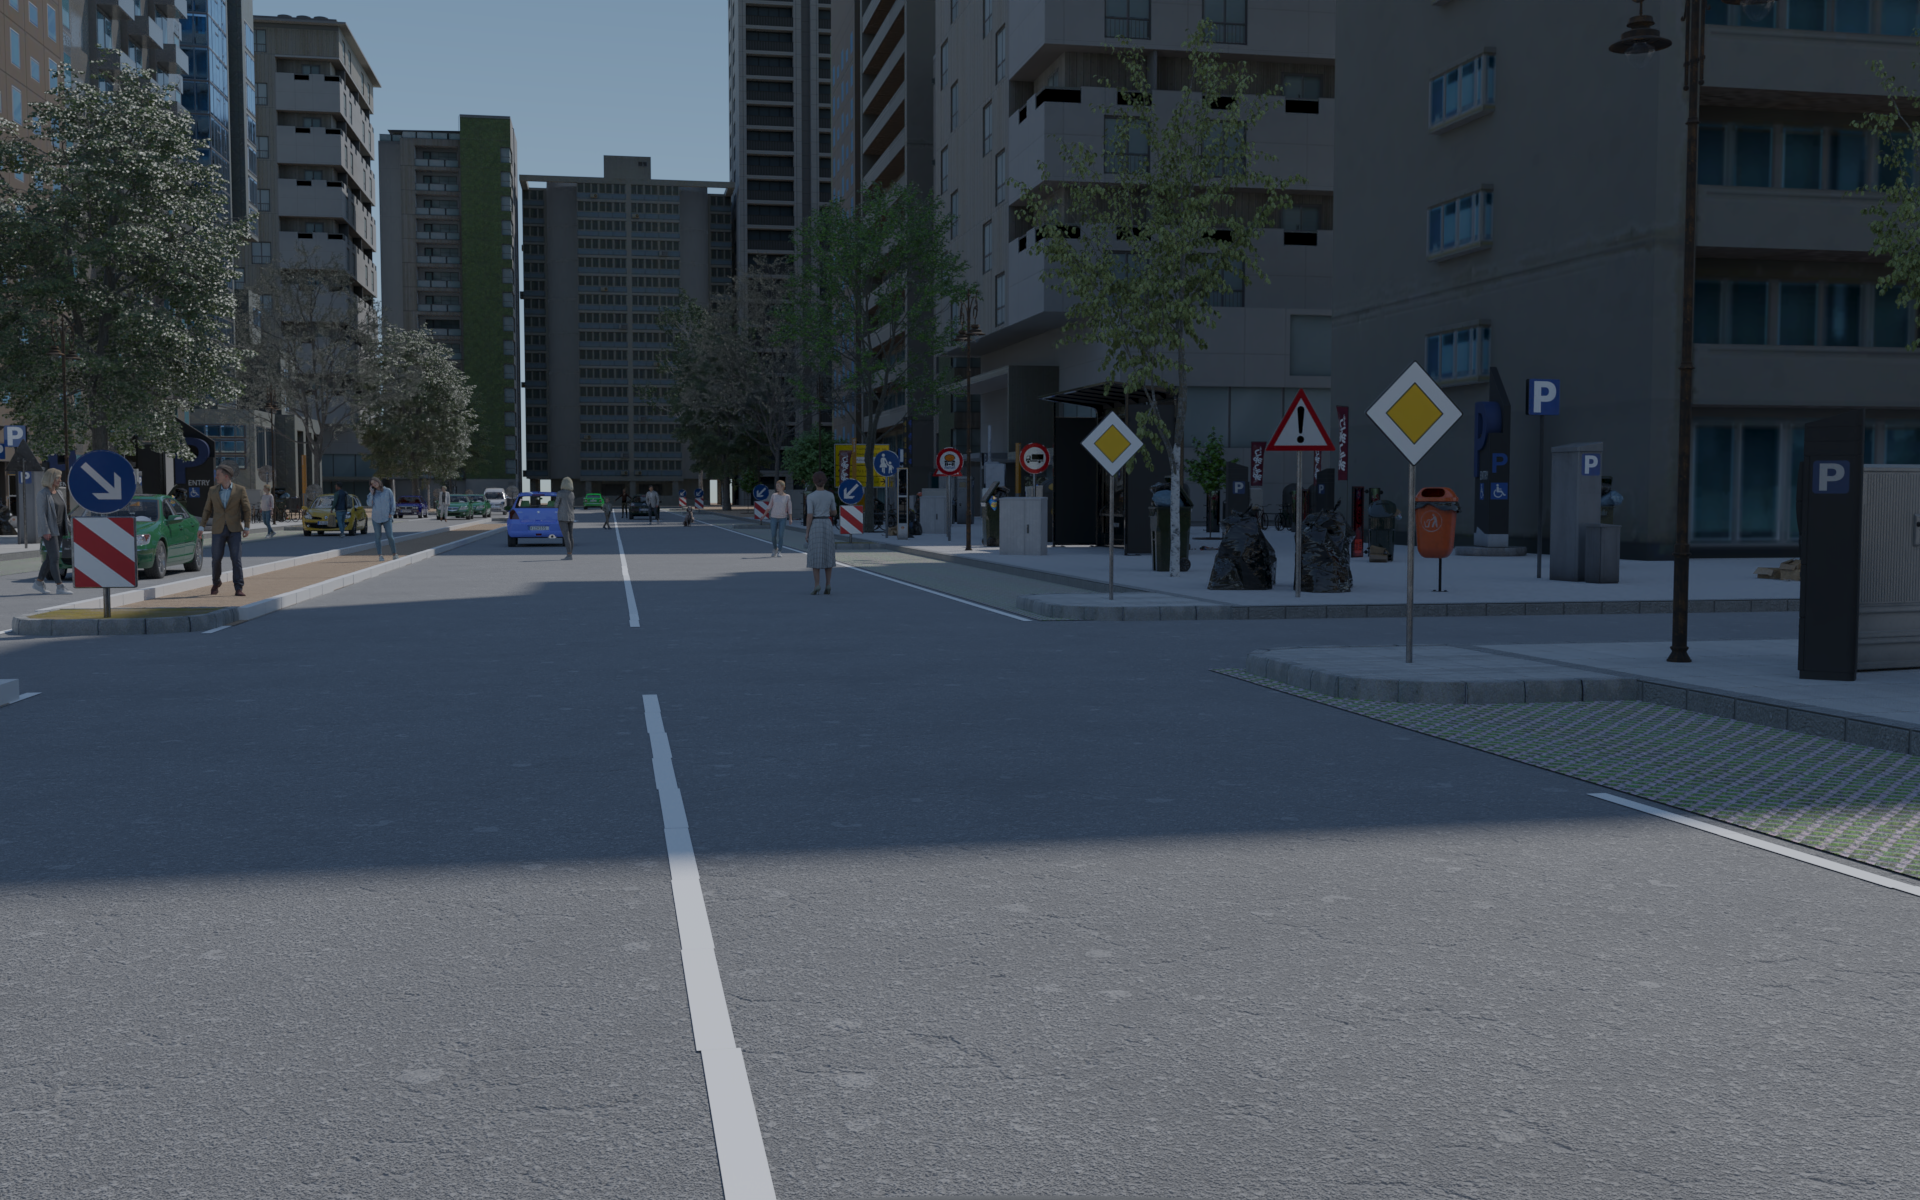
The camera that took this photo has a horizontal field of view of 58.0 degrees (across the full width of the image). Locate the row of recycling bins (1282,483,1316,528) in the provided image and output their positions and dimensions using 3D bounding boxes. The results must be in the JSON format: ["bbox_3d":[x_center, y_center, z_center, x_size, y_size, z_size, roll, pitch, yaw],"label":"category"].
[{"bbox_3d":[14.069,-3.605,66.056,3.534,1.692,1.069,0,4,-6],"label":"row of recycling bins"}]

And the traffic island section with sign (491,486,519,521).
[{"bbox_3d":[-23.852,-5.138,92.146,2.006,1.907,1.989,-1,4,-11],"label":"traffic island section with sign"}]

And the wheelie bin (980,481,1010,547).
[{"bbox_3d":[0.878,-2.109,42.393,0.693,1.594,0.980,-1,4,-11],"label":"wheelie bin"}]

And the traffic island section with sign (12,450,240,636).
[{"bbox_3d":[-8.955,-0.633,18.493,2.006,1.907,1.989,-1,4,-11],"label":"traffic island section with sign"}]

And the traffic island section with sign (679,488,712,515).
[{"bbox_3d":[-18.449,-6.900,121.450,1.989,1.847,2.006,-1,4,-11],"label":"traffic island section with sign"}]

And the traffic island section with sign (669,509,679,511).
[{"bbox_3d":[-23.920,-8.554,148.491,1.989,1.847,2.006,-1,4,-11],"label":"traffic island section with sign"}]

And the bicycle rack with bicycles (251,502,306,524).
[{"bbox_3d":[-30.964,-3.962,78.167,2.925,0.926,2.852,3,4,37],"label":"bicycle rack with bicycles"}]

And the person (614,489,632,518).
[{"bbox_3d":[-19.959,-5.742,102.911,1.217,1.766,0.721,0,4,6],"label":"person"}]

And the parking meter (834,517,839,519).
[{"bbox_3d":[-6.191,-4.840,87.550,0.372,1.533,0.369,0,3,0],"label":"parking meter"}]

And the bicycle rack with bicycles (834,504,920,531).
[{"bbox_3d":[-2.681,-2.903,60.839,2.925,0.926,2.852,1,4,14],"label":"bicycle rack with bicycles"}]

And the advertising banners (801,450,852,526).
[{"bbox_3d":[-5.333,-4.468,69.235,2.074,3.025,0.090,0,4,4],"label":"advertising banners"}]

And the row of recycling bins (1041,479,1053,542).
[{"bbox_3d":[3.731,-2.370,45.862,3.534,1.692,1.069,1,4,22],"label":"row of recycling bins"}]

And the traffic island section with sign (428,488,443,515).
[{"bbox_3d":[-35.522,-6.689,117.987,1.989,1.847,2.006,-1,4,-11],"label":"traffic island section with sign"}]

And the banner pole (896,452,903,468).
[{"bbox_3d":[-2.887,-6.087,89.543,0.863,3.779,0.401,0,4,-6],"label":"banner pole"}]

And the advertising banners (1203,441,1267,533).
[{"bbox_3d":[9.161,-3.760,57.665,2.074,3.025,0.090,0,4,1],"label":"advertising banners"}]

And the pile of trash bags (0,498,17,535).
[{"bbox_3d":[-30.963,-2.711,54.081,3.447,1.369,1.912,3,5,40],"label":"pile of trash bags"}]

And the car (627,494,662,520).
[{"bbox_3d":[-17.987,-5.438,98.690,2.009,1.686,4.222,-1,4,-10],"label":"car"}]

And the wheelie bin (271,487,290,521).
[{"bbox_3d":[-32.377,-4.556,82.401,0.980,1.594,0.693,-2,4,-28],"label":"wheelie bin"}]

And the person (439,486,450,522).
[{"bbox_3d":[-26.363,-4.901,88.501,0.514,1.842,0.818,-2,4,-28],"label":"person"}]

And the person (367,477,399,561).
[{"bbox_3d":[-12.262,-1.717,36.844,0.793,1.790,0.793,-3,5,-41],"label":"person"}]

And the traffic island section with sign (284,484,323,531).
[{"bbox_3d":[-25.505,-3.656,68.403,1.989,1.847,2.006,-1,4,-11],"label":"traffic island section with sign"}]

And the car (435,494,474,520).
[{"bbox_3d":[-28.411,-5.240,97.476,2.131,1.459,4.920,-1,4,-12],"label":"car"}]

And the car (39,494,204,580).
[{"bbox_3d":[-14.690,-1.147,30.550,2.131,1.459,4.920,-1,4,-12],"label":"car"}]

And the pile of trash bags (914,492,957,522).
[{"bbox_3d":[-1.237,-4.281,79.744,1.912,1.369,3.447,-2,4,-24],"label":"pile of trash bags"}]

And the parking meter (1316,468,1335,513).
[{"bbox_3d":[8.329,-2.068,39.519,0.255,1.863,0.399,-2,4,-28],"label":"parking meter"}]

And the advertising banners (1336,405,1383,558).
[{"bbox_3d":[8.060,-2.373,34.994,0.090,3.025,2.074,3,5,39],"label":"advertising banners"}]

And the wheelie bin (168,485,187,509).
[{"bbox_3d":[-25.862,-3.013,57.170,0.693,1.594,0.980,-2,4,-28],"label":"wheelie bin"}]

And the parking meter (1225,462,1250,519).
[{"bbox_3d":[5.005,-1.561,31.234,0.399,1.863,0.255,0,4,-5],"label":"parking meter"}]

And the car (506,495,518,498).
[{"bbox_3d":[-36.320,-7.793,139.780,2.083,1.381,4.827,-1,4,-11],"label":"car"}]

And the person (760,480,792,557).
[{"bbox_3d":[-4.188,-1.851,39.428,0.731,1.740,0.598,0,4,-5],"label":"person"}]

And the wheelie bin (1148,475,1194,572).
[{"bbox_3d":[3.490,-1.278,28.798,0.693,1.594,0.980,0,4,-5],"label":"wheelie bin"}]

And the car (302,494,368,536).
[{"bbox_3d":[-21.761,-3.065,60.342,2.015,1.641,3.980,-1,4,-11],"label":"car"}]

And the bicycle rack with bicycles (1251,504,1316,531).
[{"bbox_3d":[11.692,-2.907,60.911,2.852,0.926,2.925,0,4,-7],"label":"bicycle rack with bicycles"}]

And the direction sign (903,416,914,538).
[{"bbox_3d":[-1.524,-3.587,50.643,0.379,3.537,0.876,-1,4,-18],"label":"direction sign"}]

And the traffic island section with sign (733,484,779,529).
[{"bbox_3d":[-8.396,-3.858,71.704,1.989,1.847,2.006,-1,4,-11],"label":"traffic island section with sign"}]

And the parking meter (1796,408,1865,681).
[{"bbox_3d":[6.011,-0.384,11.992,0.399,1.863,0.255,2,4,31],"label":"parking meter"}]

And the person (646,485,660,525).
[{"bbox_3d":[-14.442,-4.470,81.425,0.661,1.843,0.795,1,4,12],"label":"person"}]

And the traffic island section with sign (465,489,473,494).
[{"bbox_3d":[-40.901,-8.313,144.553,1.989,1.847,2.006,-1,4,-11],"label":"traffic island section with sign"}]

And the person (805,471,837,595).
[{"bbox_3d":[-2.002,-0.958,24.730,0.480,1.755,0.524,-2,4,-28],"label":"person"}]

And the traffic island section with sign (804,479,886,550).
[{"bbox_3d":[-3.057,-2.242,45.280,1.989,1.847,2.006,-1,4,-11],"label":"traffic island section with sign"}]

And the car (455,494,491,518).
[{"bbox_3d":[-29.500,-5.700,104.988,2.131,1.459,4.920,-1,4,-10],"label":"car"}]

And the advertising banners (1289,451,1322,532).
[{"bbox_3d":[11.463,-3.744,57.398,0.090,3.025,2.074,-1,4,-17],"label":"advertising banners"}]

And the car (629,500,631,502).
[{"bbox_3d":[-21.189,-6.506,116.152,2.009,1.686,4.222,-1,4,-11],"label":"car"}]

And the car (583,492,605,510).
[{"bbox_3d":[-33.566,-9.177,158.834,1.959,1.807,4.718,-1,4,-10],"label":"car"}]

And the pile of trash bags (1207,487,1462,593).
[{"bbox_3d":[4.979,-0.825,23.243,3.447,1.369,1.912,2,4,30],"label":"pile of trash bags"}]

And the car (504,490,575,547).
[{"bbox_3d":[-11.740,-2.370,48.335,1.945,1.707,3.694,-1,4,-13],"label":"car"}]

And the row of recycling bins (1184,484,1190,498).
[{"bbox_3d":[6.332,-2.930,55.023,1.069,1.692,3.534,2,4,29],"label":"row of recycling bins"}]

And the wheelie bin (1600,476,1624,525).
[{"bbox_3d":[11.038,-1.361,30.158,0.980,1.594,0.693,1,4,9],"label":"wheelie bin"}]

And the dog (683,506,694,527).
[{"bbox_3d":[-11.971,-3.648,76.486,0.513,0.831,0.800,0,4,7],"label":"dog"}]

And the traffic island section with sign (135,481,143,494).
[{"bbox_3d":[-20.105,-2.023,41.698,1.989,1.847,2.006,-1,4,-11],"label":"traffic island section with sign"}]

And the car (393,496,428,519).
[{"bbox_3d":[-32.670,-5.524,102.897,1.945,1.354,3.894,-1,4,-10],"label":"car"}]

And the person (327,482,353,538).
[{"bbox_3d":[-20.313,-2.947,56.670,0.794,1.824,0.713,-3,5,-42],"label":"person"}]
